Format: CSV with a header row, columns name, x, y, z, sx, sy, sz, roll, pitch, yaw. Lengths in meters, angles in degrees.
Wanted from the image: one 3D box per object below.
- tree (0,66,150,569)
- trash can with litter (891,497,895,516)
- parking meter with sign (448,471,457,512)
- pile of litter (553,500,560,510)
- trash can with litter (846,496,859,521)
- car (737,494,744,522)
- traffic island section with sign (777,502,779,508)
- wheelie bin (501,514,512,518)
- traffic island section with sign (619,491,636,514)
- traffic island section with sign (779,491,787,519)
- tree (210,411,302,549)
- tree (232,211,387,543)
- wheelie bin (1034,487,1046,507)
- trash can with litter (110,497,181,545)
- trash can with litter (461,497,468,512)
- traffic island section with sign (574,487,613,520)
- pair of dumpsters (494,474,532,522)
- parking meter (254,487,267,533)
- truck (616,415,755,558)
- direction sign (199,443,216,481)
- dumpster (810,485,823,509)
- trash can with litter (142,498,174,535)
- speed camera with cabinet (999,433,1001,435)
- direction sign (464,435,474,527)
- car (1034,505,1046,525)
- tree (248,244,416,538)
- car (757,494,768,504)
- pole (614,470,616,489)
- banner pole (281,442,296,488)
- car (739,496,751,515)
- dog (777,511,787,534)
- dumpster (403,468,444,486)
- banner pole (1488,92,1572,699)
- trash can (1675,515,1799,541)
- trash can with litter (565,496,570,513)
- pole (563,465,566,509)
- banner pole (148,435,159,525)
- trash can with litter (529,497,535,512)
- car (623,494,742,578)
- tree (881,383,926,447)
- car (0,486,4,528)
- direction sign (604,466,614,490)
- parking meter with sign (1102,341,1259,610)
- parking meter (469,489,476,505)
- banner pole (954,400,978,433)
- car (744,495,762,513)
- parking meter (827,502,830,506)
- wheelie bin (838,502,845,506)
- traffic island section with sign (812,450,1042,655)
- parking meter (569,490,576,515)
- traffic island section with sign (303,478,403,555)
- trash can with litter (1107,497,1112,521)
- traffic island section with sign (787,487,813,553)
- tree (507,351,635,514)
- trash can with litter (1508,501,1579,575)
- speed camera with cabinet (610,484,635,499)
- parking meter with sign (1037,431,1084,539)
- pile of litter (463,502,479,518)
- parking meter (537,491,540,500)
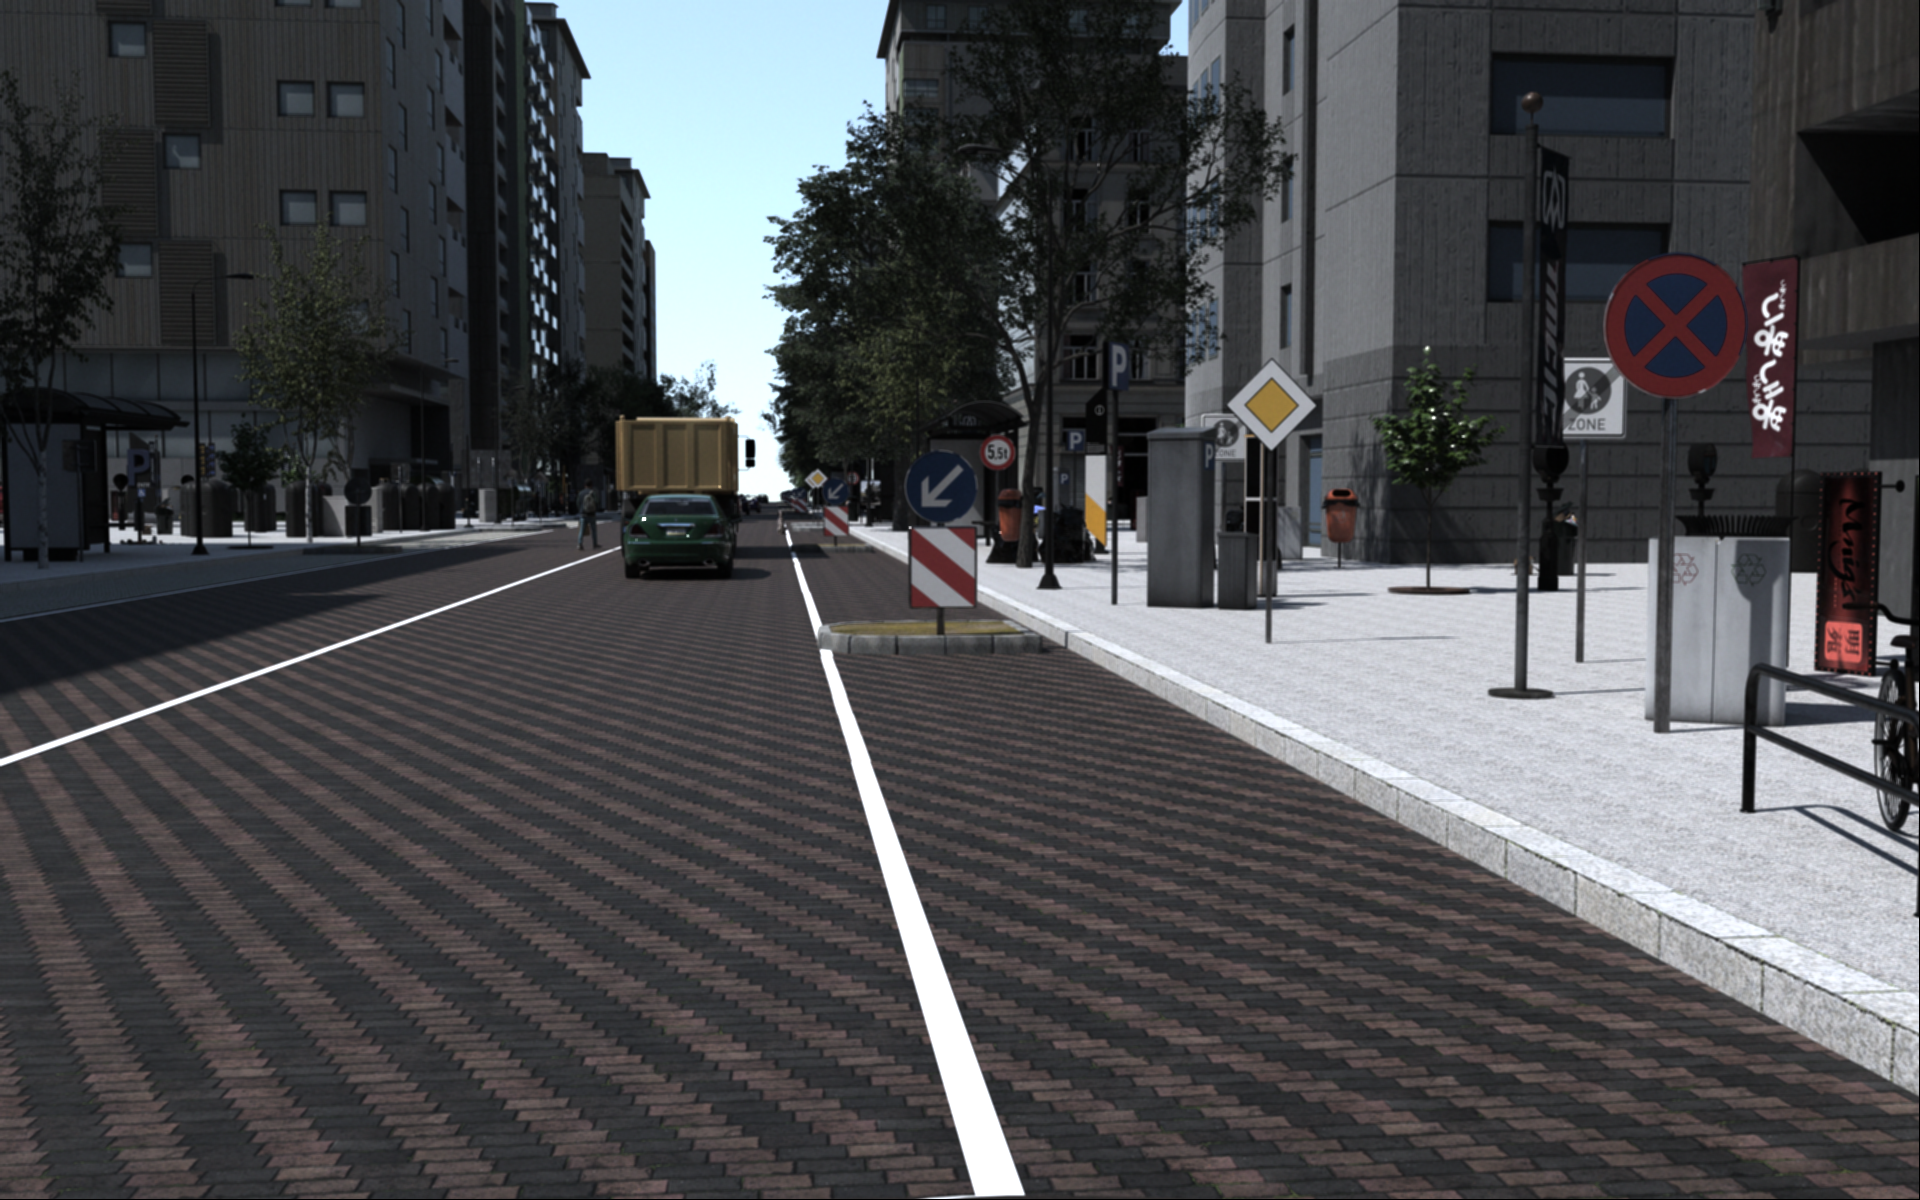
name,x,y,z,sx,sy,sz,roll,pitch,yaw
tree,-15.975,-4.844,29.570,4.360,8.622,3.978,0,3,0
trash can with litter,-2.460,-3.917,75.429,1.055,1.170,0.624,1,4,12
parking meter with sign,-35.398,-7.627,120.959,0.543,3.016,1.738,-1,4,-14
pile of litter,-32.227,-7.634,138.781,1.719,0.858,1.176,1,4,16
trash can with litter,-5.040,-4.270,81.199,0.624,1.170,1.055,0,4,-3
car,-12.331,-4.937,89.390,2.281,1.827,5.304,0,4,-5
traffic island section with sign,-12.028,-7.135,125.289,1.989,1.847,2.006,0,4,-6
wheelie bin,-24.689,-5.266,94.013,0.693,1.594,0.980,-1,4,-22
traffic island section with sign,-23.378,-7.058,124.019,1.989,1.847,2.006,0,4,-6
traffic island section with sign,-9.157,-5.496,98.486,1.989,1.847,2.006,0,4,-6
tree,-16.860,-2.826,40.811,1.663,3.219,1.824,0,3,0
tree,-17.195,-5.822,45.546,4.737,8.622,4.395,0,3,0
wheelie bin,3.404,-4.252,77.435,0.980,1.594,0.693,0,4,5
trash can with litter,-21.033,-2.052,44.602,1.678,1.210,2.233,-2,4,-27
trash can with litter,-35.095,-6.831,123.079,1.055,1.170,0.624,2,4,34
traffic island section with sign,-20.452,-5.387,96.709,1.989,1.847,2.006,0,4,-6
pair of dumpsters,-21.443,-4.886,82.384,1.574,2.255,4.437,0,4,-6
parking meter,-23.359,-3.021,57.808,0.372,1.533,0.369,0,3,0
truck,-6.765,-2.850,42.529,3.469,3.379,9.791,0,4,-7
direction sign,-33.394,-5.192,76.879,0.876,3.537,0.379,1,4,20
dumpster,-12.151,-8.957,148.932,1.502,2.255,1.985,0,4,-6
trash can with litter,-25.365,-2.645,54.636,1.055,1.170,0.624,-1,4,-20
speed camera with cabinet,0.317,-3.049,44.180,2.038,3.252,0.660,0,4,-1
direction sign,-18.908,-4.561,66.575,0.379,3.537,0.876,-1,4,-13
car,1.990,-3.772,71.267,3.694,1.707,1.945,0,4,-7
tree,-18.024,-6.103,50.145,4.360,8.622,3.978,0,3,0
car,-29.509,-15.223,258.687,2.009,1.686,4.222,0,4,-5
pole,-29.032,-9.285,145.653,0.158,3.312,0.155,0,3,0
banner pole,-32.487,-5.748,83.990,0.863,3.779,0.401,-1,4,-8
car,-15.337,-6.521,119.194,1.945,1.354,3.894,0,4,-7
dog,-6.508,-2.781,62.312,0.513,0.831,0.800,2,4,27
dumpster,-20.082,-3.813,64.842,1.502,2.255,1.985,0,4,-6
banner pole,3.715,-1.288,11.080,0.401,3.779,0.863,3,5,40
trash can,5.105,0.014,11.431,0.748,1.137,0.748,0,3,0
trash can with litter,-25.989,-6.432,116.547,0.624,1.170,1.055,3,4,36
pole,-27.535,-7.750,120.560,0.158,3.312,0.155,0,3,0
banner pole,-33.780,-5.054,72.651,0.401,3.779,0.863,0,4,3
trash can with litter,-30.381,-6.868,123.681,1.055,1.170,0.624,-2,4,-23
car,-4.983,-1.174,30.996,2.131,1.459,4.920,0,4,-7
tree,-3.300,-9.582,107.028,4.360,8.622,3.978,0,3,0
car,-40.162,-3.696,69.100,5.304,1.827,2.281,0,4,-7
direction sign,-28.147,-8.979,138.807,0.876,3.537,0.379,-1,4,-14
parking meter with sign,2.508,-1.427,19.596,1.738,3.016,0.543,2,4,30
parking meter,-27.550,-5.628,97.731,0.399,1.863,0.255,-2,4,-29
banner pole,0.111,-3.429,46.081,0.863,3.779,0.401,-2,4,-24
car,-16.027,-7.279,131.594,1.945,1.354,3.894,0,4,-5
parking meter,-8.666,-6.562,115.698,0.372,1.533,0.369,0,3,0
wheelie bin,-6.419,-5.320,94.896,0.693,1.594,0.980,0,4,-3
traffic island section with sign,-0.352,-0.476,16.410,1.989,1.847,2.006,0,4,-6
parking meter,-23.253,-5.847,104.010,0.372,1.533,0.369,0,3,0
traffic island section with sign,-14.549,-2.021,41.679,1.989,1.847,2.006,0,4,-6
trash can with litter,7.140,-4.418,83.626,0.624,1.170,1.055,-2,4,-34
traffic island section with sign,-3.231,-2.115,43.211,1.989,1.847,2.006,0,4,-6
tree,-24.956,-10.884,112.363,8.767,10.594,7.601,-1,4,-19
trash can with litter,9.215,-0.976,27.349,1.055,1.170,0.624,1,4,20
speed camera with cabinet,-28.802,-9.386,147.791,2.038,3.252,0.660,0,4,-1
parking meter with sign,2.762,-3.202,48.621,0.543,3.016,1.738,-2,4,-29
pile of litter,-25.756,-4.785,92.200,1.176,0.858,1.719,3,5,41
parking meter,-33.617,-7.926,137.997,0.372,1.533,0.369,0,3,0
